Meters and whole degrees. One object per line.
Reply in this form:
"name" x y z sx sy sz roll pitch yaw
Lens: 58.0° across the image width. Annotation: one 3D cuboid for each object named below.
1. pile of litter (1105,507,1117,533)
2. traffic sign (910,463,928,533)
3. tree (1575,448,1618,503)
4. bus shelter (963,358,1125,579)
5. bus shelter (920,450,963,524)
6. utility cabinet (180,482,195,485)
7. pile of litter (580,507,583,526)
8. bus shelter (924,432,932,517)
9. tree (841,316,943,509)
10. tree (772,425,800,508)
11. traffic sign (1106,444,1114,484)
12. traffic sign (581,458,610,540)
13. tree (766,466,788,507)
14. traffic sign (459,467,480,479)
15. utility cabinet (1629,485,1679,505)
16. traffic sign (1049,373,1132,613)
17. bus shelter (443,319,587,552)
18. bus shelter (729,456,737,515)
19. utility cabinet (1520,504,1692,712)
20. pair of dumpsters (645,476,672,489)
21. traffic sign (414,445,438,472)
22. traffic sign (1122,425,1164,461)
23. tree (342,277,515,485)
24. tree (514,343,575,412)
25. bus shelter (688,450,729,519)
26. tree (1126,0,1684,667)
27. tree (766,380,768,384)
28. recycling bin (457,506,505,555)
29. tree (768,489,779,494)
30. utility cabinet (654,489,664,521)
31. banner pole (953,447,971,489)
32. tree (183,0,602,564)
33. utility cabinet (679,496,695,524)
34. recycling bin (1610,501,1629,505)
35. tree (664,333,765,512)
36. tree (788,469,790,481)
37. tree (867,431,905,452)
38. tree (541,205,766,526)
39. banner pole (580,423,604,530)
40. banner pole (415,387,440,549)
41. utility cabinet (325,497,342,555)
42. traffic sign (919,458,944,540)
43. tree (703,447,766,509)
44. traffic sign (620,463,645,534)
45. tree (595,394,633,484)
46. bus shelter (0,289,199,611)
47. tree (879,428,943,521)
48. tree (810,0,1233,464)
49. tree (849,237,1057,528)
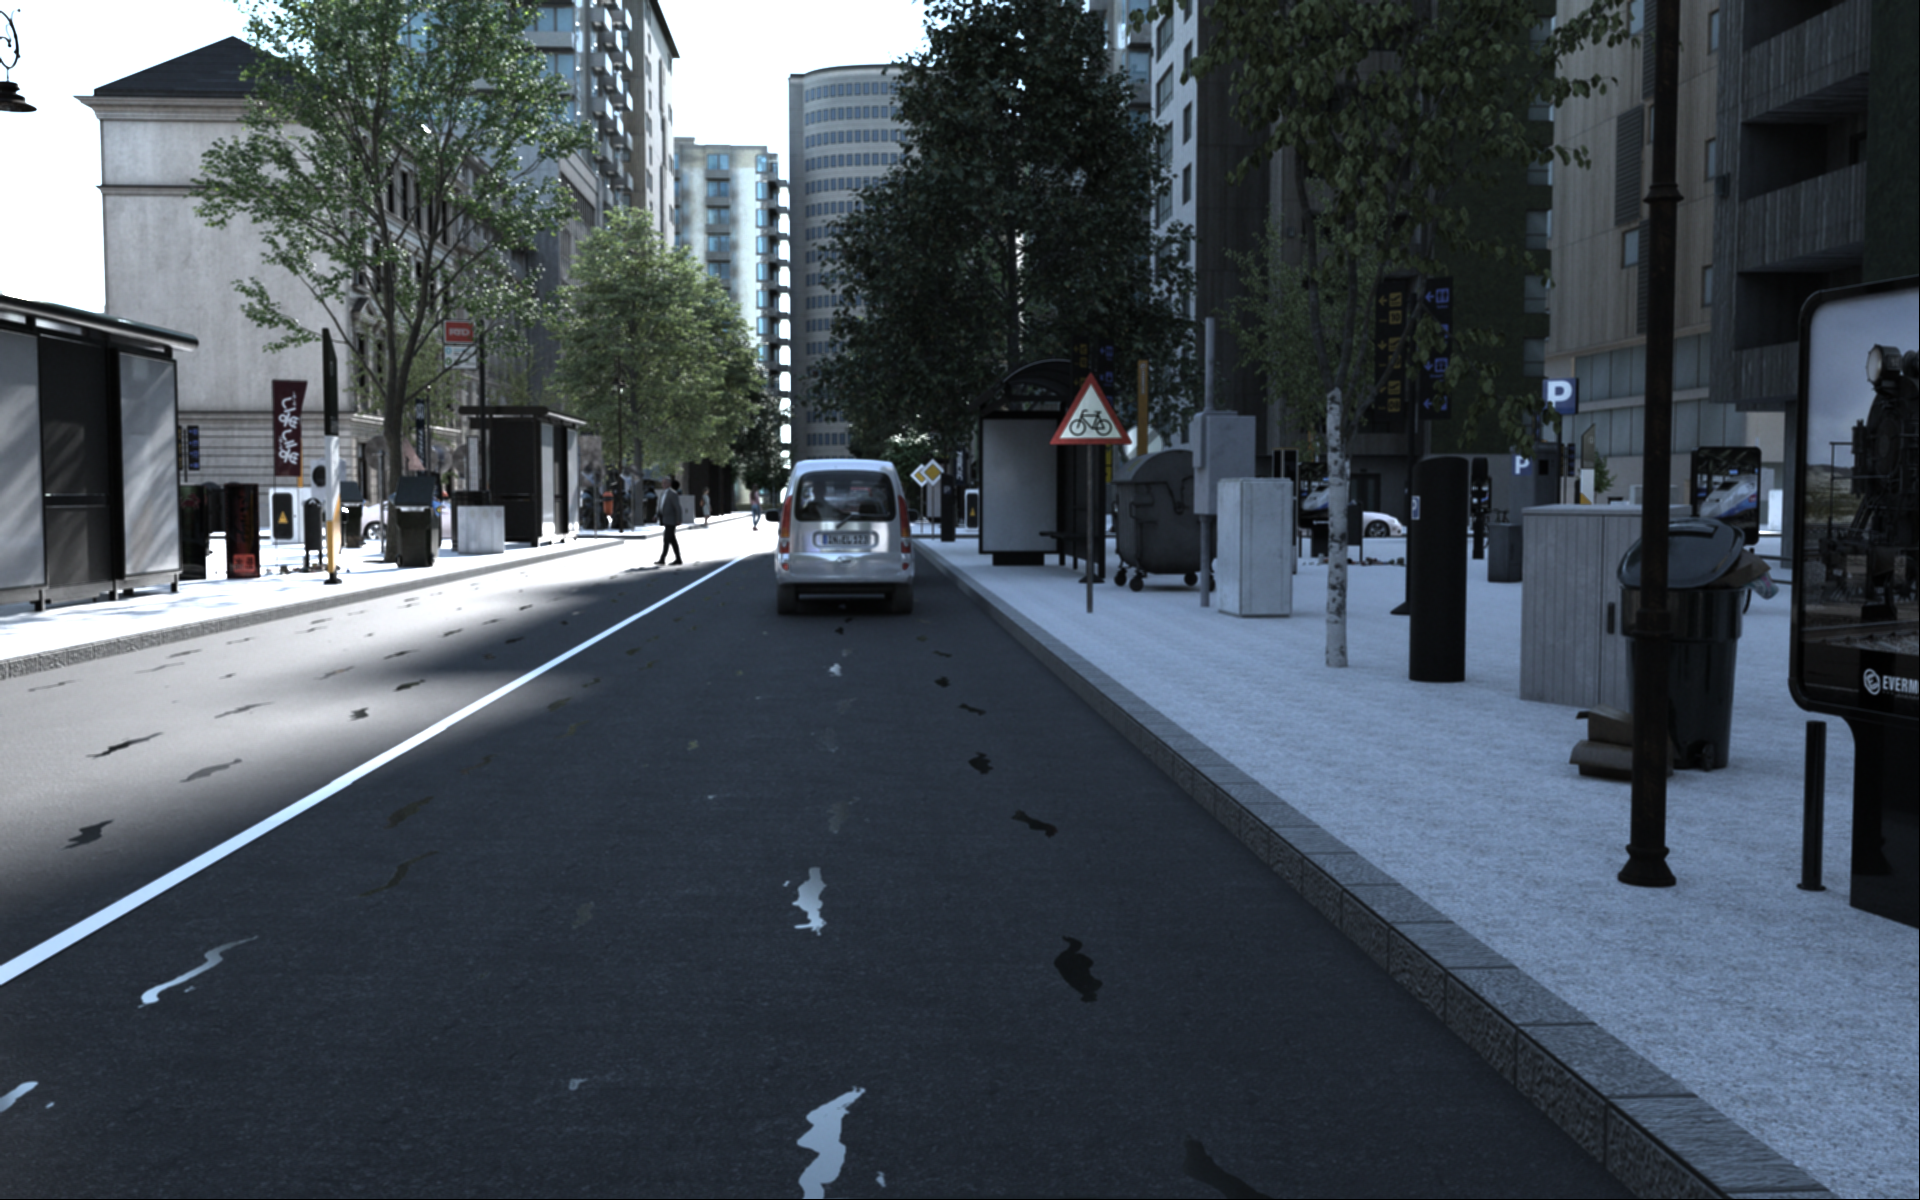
"pile of litter" 5.378 -2.630 56.965 1.176 0.858 1.719 -1 4 -9
"traffic sign" -1.248 -3.230 56.448 0.795 2.450 0.064 0 4 -3
"tree" 26.432 -4.716 71.705 1.663 3.219 1.824 0 3 0
"bus shelter" 1.280 -2.117 28.539 2.014 3.302 5.546 0 4 -4
"bus shelter" -0.597 -4.892 73.912 2.014 3.302 5.546 0 4 -3
"utility cabinet" -13.931 -1.373 31.126 0.318 1.500 1.173 -2 4 -29
"pile of litter" -15.454 -3.427 69.989 1.176 0.858 1.719 2 4 25
"bus shelter" -1.952 -7.193 95.235 2.179 5.291 8.768 0 4 -3
"tree" -3.451 -12.332 108.287 9.857 13.997 8.962 0 3 0
"tree" -17.391 -13.050 163.735 4.737 8.622 4.395 0 3 0
"traffic sign" 2.783 -3.080 44.238 2.265 3.308 0.079 0 4 -2
"traffic sign" -10.090 -2.709 47.932 0.795 2.450 0.064 0 4 -3
"tree" -17.971 -10.309 152.262 4.285 4.588 4.351 0 3 0
"traffic sign" -13.669 -2.823 48.293 0.606 2.300 0.079 0 4 6
"utility cabinet" 17.520 -2.143 43.722 1.173 1.500 0.318 0 4 -7
"traffic sign" 1.404 -1.142 18.676 0.884 2.594 0.081 0 4 1
"bus shelter" -10.942 -3.974 42.600 2.179 5.291 8.768 0 4 -3
"bus shelter" -14.639 -6.972 105.274 1.731 3.624 6.357 0 4 -3
"utility cabinet" 3.850 0.046 10.408 0.306 1.237 1.020 -2 4 -29
"pair of dumpsters" -16.255 -5.535 92.995 1.574 2.255 4.437 0 4 -3
"traffic sign" -13.816 -2.722 44.607 0.768 2.556 0.104 0 4 5
"traffic sign" 3.343 -1.935 31.744 0.768 2.556 0.104 0 4 4
"tree" -18.070 -6.542 57.324 4.737 8.622 4.395 0 3 0
"tree" -20.775 -8.133 83.333 4.737 8.622 4.395 0 3 0
"bus shelter" -13.689 -6.226 93.079 1.731 3.624 6.357 0 4 -4
"tree" 2.875 -3.795 12.408 4.737 8.622 4.395 0 3 0
"tree" -12.910 -10.139 83.900 7.486 12.596 7.792 0 3 0
"recycling bin" -10.214 -1.492 36.941 0.722 1.027 0.722 3 4 36
"tree" -19.426 -11.335 179.927 1.663 3.219 1.824 0 3 0
"utility cabinet" -14.539 -4.575 83.488 1.173 1.500 0.318 -2 4 -28
"banner pole" 0.135 -4.332 60.840 0.863 3.779 0.401 -1 4 -19
"tree" -10.437 -6.494 31.934 9.928 11.665 9.643 0 3 0
"utility cabinet" -12.036 -3.915 75.168 1.020 1.237 0.306 0 4 -1
"recycling bin" 24.458 -3.135 63.818 0.722 1.027 0.722 -3 4 -36
"tree" -16.244 -12.566 122.455 9.611 12.733 9.660 0 3 0
"tree" -18.161 -11.424 170.494 4.285 4.588 4.351 0 3 0
"tree" -6.087 -12.340 152.124 4.360 8.622 3.978 0 3 0
"tree" -13.246 -9.229 69.028 7.486 12.596 7.792 0 3 0
"banner pole" -13.003 -4.350 61.140 0.863 3.779 0.401 1 4 9
"banner pole" -12.413 -3.066 40.152 0.401 3.779 0.863 1 4 9
"utility cabinet" -13.386 -1.582 37.024 0.306 1.237 1.020 -1 4 -22
"traffic sign" -0.762 -2.742 48.478 0.795 2.450 0.064 0 4 -3
"tree" -15.748 -7.868 112.350 4.285 4.588 4.351 0 3 0
"traffic sign" -10.576 -3.196 55.902 0.795 2.450 0.064 0 4 -3
"tree" -22.483 -9.927 112.674 4.360 8.622 3.978 0 3 0
"bus shelter" -10.792 -2.486 18.280 2.179 5.291 8.768 0 4 -3
"tree" -2.288 -6.098 83.411 4.285 4.588 4.351 0 3 0
"tree" 1.118 -7.366 37.440 9.611 12.733 9.660 0 3 0
"tree" -0.159 -8.612 66.569 9.928 11.665 9.643 0 3 0
